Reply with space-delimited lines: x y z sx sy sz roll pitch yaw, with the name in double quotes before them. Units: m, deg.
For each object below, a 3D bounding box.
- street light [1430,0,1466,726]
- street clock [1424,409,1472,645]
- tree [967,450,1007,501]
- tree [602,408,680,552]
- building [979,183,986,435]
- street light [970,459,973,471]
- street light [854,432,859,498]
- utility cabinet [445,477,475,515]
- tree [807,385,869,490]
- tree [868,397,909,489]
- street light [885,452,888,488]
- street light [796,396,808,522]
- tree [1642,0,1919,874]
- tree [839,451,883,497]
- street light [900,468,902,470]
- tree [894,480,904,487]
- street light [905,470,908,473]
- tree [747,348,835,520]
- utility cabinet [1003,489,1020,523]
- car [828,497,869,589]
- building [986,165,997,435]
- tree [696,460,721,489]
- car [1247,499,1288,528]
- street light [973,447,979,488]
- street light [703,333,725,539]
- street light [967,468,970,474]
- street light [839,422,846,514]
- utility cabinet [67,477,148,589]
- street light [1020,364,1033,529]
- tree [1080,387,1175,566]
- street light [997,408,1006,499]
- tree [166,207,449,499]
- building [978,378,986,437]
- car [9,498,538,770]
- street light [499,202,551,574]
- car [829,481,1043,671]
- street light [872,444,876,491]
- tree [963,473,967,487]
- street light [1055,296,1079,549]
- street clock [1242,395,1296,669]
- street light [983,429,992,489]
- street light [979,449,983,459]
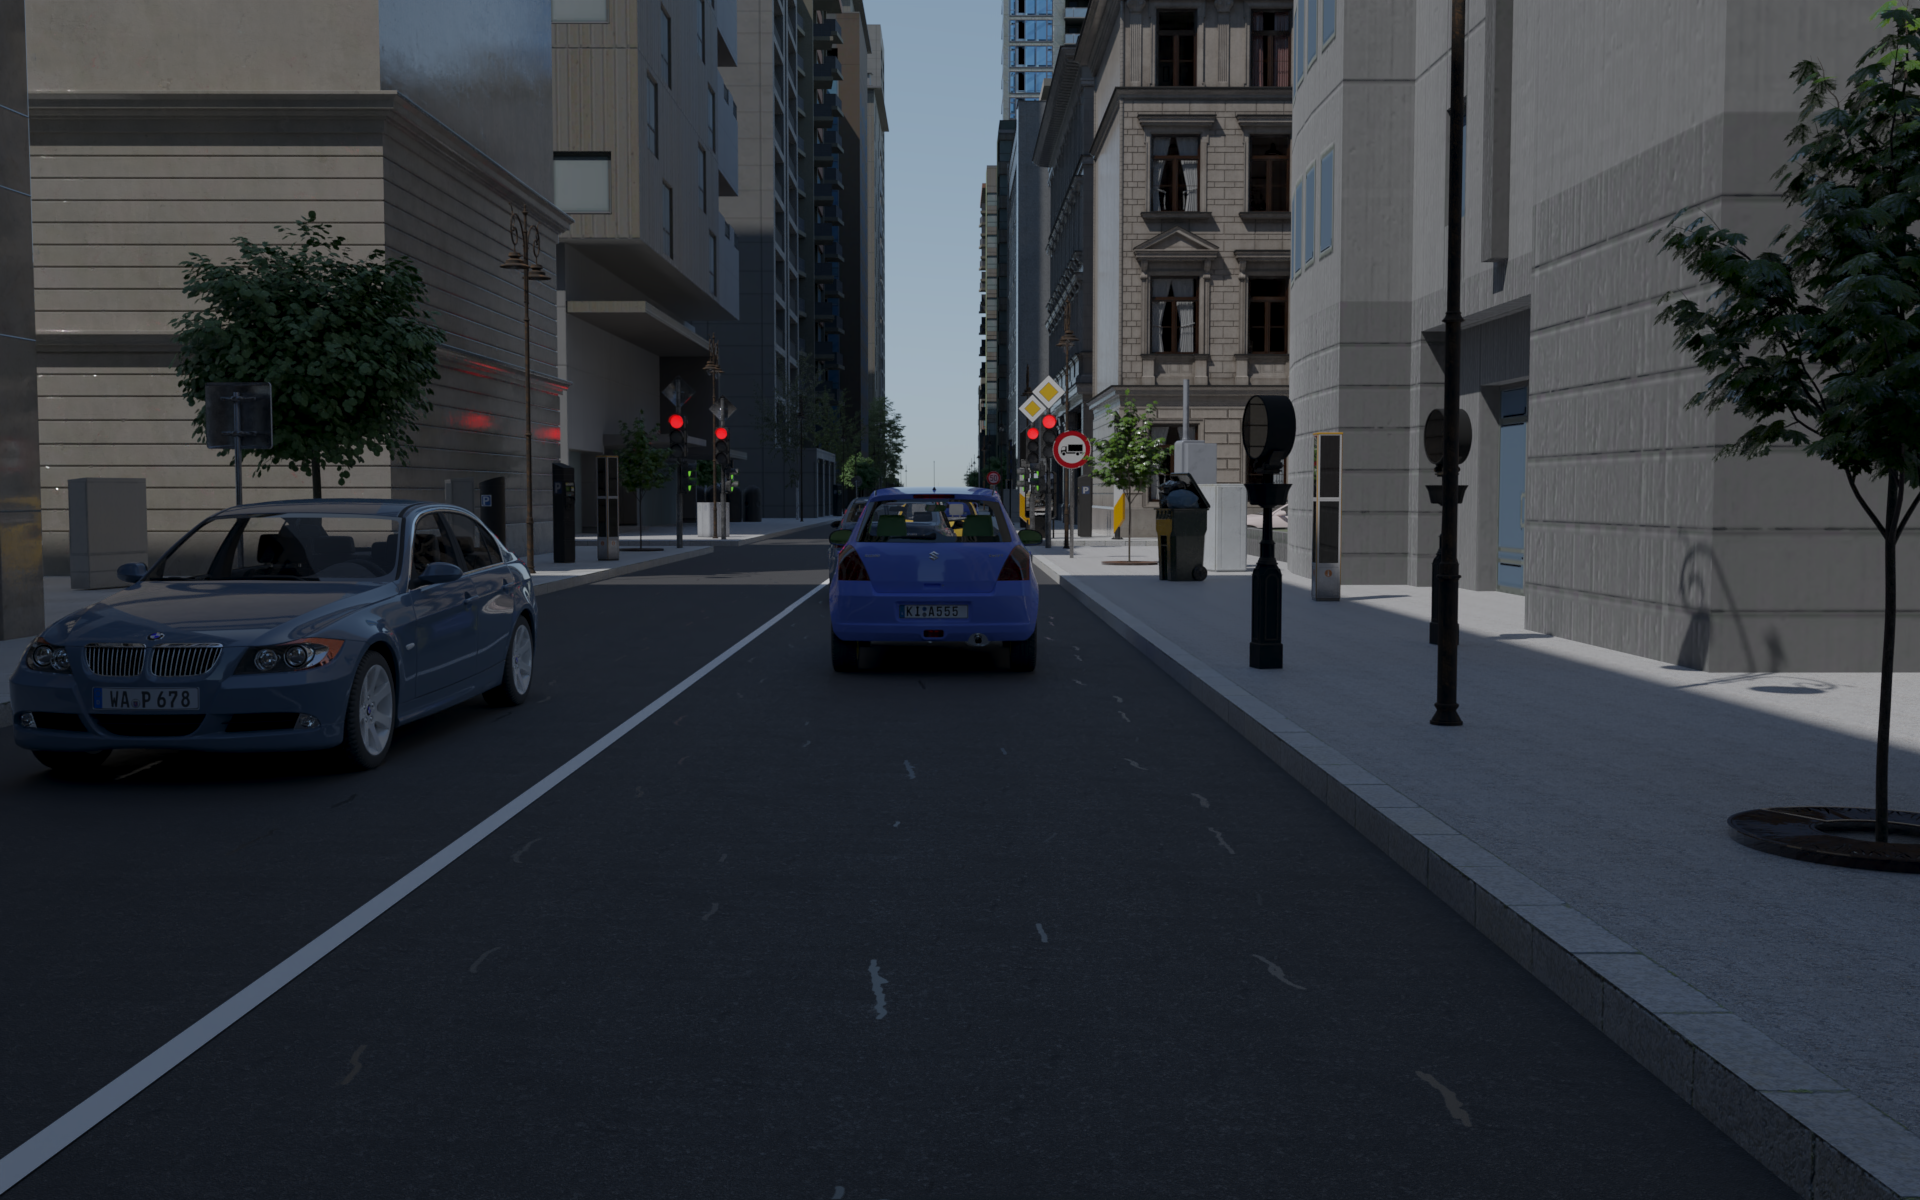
"street light" 2.711 -2.244 9.474 0.468 5.910 1.993 0 4 0
"street clock" 4.131 -0.621 14.720 0.358 2.002 0.471 -1 4 -9
"tree" 3.173 -8.851 128.426 4.285 4.588 4.351 0 3 0
"tree" -7.160 -2.711 38.930 1.663 3.219 1.824 0 3 0
"building" 13.738 -35.756 239.227 22.147 44.769 28.867 0 4 0
"street light" 1.652 -13.920 200.386 0.468 5.910 1.993 0 4 0
"street light" -7.588 -9.356 125.764 0.468 5.910 1.993 0 4 0
"utility cabinet" -6.651 -0.876 22.996 0.318 1.500 1.173 -1 4 -20
"tree" -8.480 -10.253 118.001 4.737 8.622 4.395 0 3 0
"tree" -9.486 -17.303 201.025 7.486 12.596 7.792 0 3 0
"street light" -7.965 -13.091 186.817 0.468 5.910 1.993 0 4 0
"street light" -7.363 -6.585 80.450 0.468 5.910 1.993 0 4 0
"tree" 3.285 -0.718 6.344 1.663 3.219 1.824 0 3 0
"tree" -7.539 -9.027 131.299 4.285 4.588 4.351 0 3 0
"street light" -8.182 -16.336 239.872 0.468 5.910 1.993 0 4 0
"tree" -8.256 -15.457 247.318 1.663 3.219 1.824 0 3 0
"street light" -8.418 -18.221 270.703 0.468 5.910 1.993 0 4 0
"tree" -8.339 -8.304 86.139 4.360 8.622 3.978 0 3 0
"utility cabinet" 2.533 -4.177 76.979 1.173 1.500 0.318 1 4 20
"car" -0.908 -0.796 25.019 2.014 1.417 4.499 0 4 1
"building" 10.218 -32.678 217.878 14.154 41.232 14.086 0 4 0
"tree" -12.721 -6.204 85.152 4.285 4.588 4.351 0 3 0
"car" 8.761 -1.983 44.780 4.827 1.381 2.083 0 3 0
"street light" 1.801 -12.055 169.892 0.468 5.910 1.993 0 4 0
"street light" -7.060 -4.711 49.807 0.468 5.910 1.993 0 4 0
"street light" 1.489 -15.193 221.189 0.468 5.910 1.993 0 4 0
"street light" -7.458 -8.450 110.945 0.468 5.910 1.993 0 4 0
"utility cabinet" -11.597 -0.912 23.585 0.318 1.500 1.173 1 4 12
"street light" 2.400 -5.435 61.655 0.468 5.910 1.993 0 4 0
"tree" 3.063 -2.262 31.586 1.663 3.219 1.824 0 3 0
"street light" 2.214 -7.335 92.709 0.468 5.910 1.993 0 4 0
"tree" -7.492 -2.216 19.938 4.285 4.588 4.351 0 3 0
"building" 16.840 -25.953 269.374 27.650 21.520 28.899 0 4 0
"car" -3.862 0.090 10.525 2.014 1.417 4.499 0 4 1
"street light" -6.933 -3.364 27.787 0.468 5.910 1.993 0 4 0
"car" -0.217 -0.350 15.322 1.945 1.707 3.694 0 4 -1
"street light" -7.723 -11.224 156.306 0.468 5.910 1.993 0 4 0
"tree" 1.836 -13.694 207.608 4.285 4.588 4.351 0 3 0
"street light" 2.508 -4.147 40.593 0.468 5.910 1.993 0 4 0
"street clock" 2.259 -0.499 12.723 0.358 2.002 0.471 -1 4 -14
"street light" 2.087 -9.200 123.203 0.468 5.910 1.993 0 4 0
"street light" 1.952 -10.184 139.292 0.468 5.910 1.993 0 4 0
